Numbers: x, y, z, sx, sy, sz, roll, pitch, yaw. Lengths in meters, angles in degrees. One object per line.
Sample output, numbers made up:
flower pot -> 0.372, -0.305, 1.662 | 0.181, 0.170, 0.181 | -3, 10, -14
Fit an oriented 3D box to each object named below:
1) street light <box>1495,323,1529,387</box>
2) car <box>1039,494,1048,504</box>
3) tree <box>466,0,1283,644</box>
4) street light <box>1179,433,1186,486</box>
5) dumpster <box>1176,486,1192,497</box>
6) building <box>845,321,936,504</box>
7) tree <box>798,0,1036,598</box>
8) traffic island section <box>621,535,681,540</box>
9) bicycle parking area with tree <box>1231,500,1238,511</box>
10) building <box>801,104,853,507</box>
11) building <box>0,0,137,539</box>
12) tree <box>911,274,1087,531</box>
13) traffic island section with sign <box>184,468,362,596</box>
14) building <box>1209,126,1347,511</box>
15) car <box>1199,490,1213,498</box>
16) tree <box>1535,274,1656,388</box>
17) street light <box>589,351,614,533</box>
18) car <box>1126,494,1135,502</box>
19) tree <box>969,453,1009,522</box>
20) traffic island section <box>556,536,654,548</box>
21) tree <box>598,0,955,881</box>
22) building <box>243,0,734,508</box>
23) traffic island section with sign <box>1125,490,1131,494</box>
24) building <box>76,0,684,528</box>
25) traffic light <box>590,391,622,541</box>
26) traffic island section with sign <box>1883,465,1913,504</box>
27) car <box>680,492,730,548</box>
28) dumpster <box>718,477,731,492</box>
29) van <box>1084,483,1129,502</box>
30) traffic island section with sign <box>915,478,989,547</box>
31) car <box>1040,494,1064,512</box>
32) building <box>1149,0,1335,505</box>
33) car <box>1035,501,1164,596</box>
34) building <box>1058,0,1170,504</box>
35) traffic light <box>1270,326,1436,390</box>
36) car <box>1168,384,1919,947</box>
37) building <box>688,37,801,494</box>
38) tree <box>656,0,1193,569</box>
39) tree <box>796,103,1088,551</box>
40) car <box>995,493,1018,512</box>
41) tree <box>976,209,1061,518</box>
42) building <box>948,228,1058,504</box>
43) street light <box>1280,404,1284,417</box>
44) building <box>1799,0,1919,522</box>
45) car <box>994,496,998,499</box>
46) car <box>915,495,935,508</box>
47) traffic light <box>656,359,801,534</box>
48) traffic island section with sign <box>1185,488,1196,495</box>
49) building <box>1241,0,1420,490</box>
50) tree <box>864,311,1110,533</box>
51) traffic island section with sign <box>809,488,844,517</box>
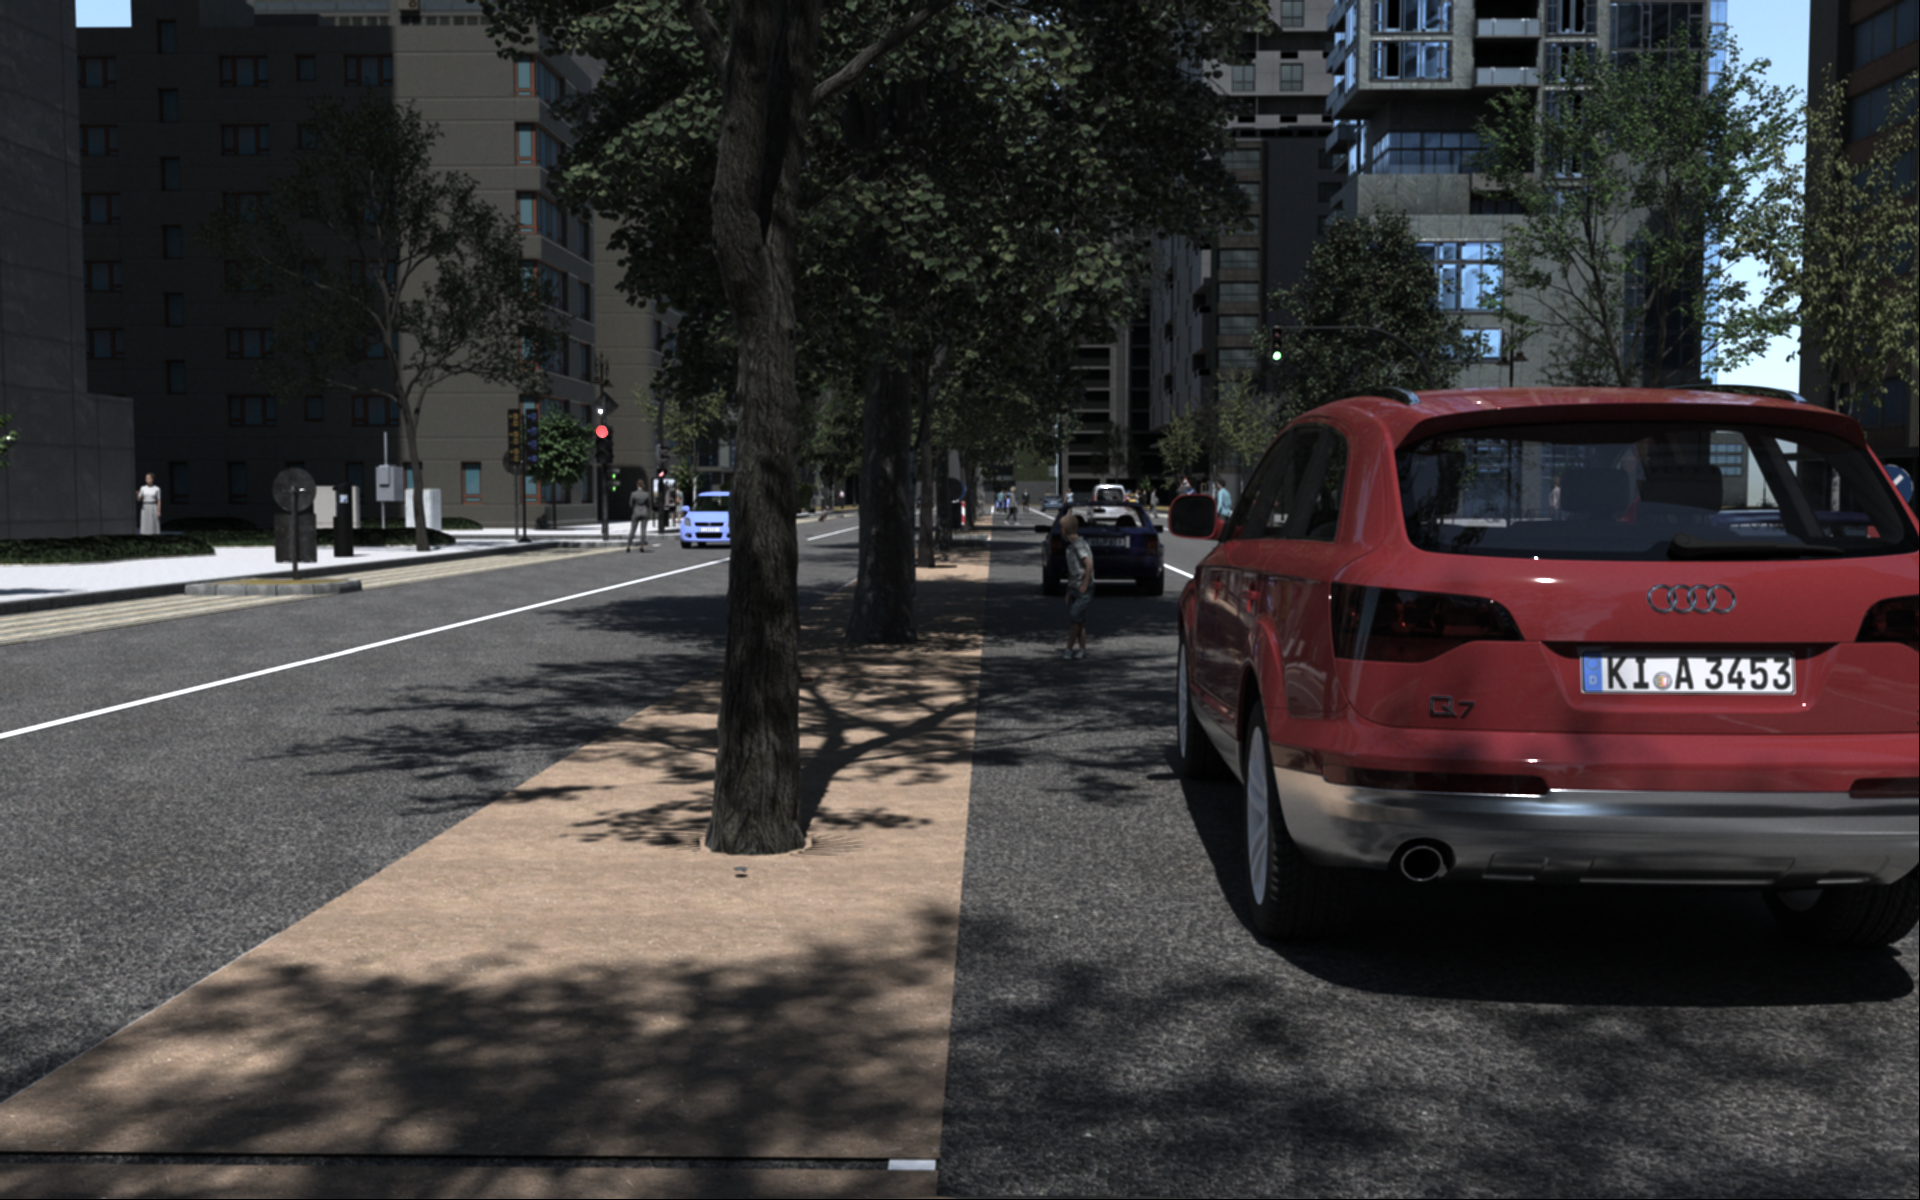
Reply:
street light -> 14.818, -4.517, 46.636 | 0.468, 5.910, 1.993 | 0, 4, 1
car -> 8.677, -9.577, 166.815 | 2.015, 1.641, 3.980 | 0, 4, -1
tree -> -0.767, -6.564, 16.436 | 9.857, 13.997, 8.962 | 0, 3, 0
street light -> 16.495, -9.507, 128.223 | 0.468, 5.910, 1.993 | 0, 4, 1
dumpster -> 16.445, -7.377, 126.377 | 1.264, 1.857, 1.865 | 0, 4, 1
building -> -8.948, -27.627, 223.406 | 14.107, 30.474, 14.160 | 0, 4, 1
tree -> -0.696, -4.341, 23.794 | 4.360, 8.622, 3.978 | 0, 3, 0
traffic island section -> -9.597, -2.037, 55.589 | 2.009, 0.180, 2.903 | 0, 4, 1
bicycle parking area with tree -> 24.556, -8.440, 124.996 | 9.016, 4.147, 8.231 | 0, 4, -3
building -> -25.827, -36.732, 189.799 | 27.495, 52.752, 28.713 | 0, 4, 1
building -> -31.563, -36.325, 32.166 | 20.611, 71.187, 20.563 | 0, 4, 1
tree -> 0.187, -9.016, 66.871 | 9.611, 12.733, 9.660 | 0, 3, 0
traffic island section with sign -> -9.872, -1.013, 25.195 | 1.989, 1.847, 2.006 | 0, 4, 1
building -> 27.026, -22.523, 139.959 | 14.160, 30.474, 14.107 | 0, 4, 1
car -> 10.756, -4.236, 79.052 | 2.009, 1.686, 4.222 | 0, 4, 2
tree -> 21.521, -6.653, 59.133 | 4.360, 8.622, 3.978 | 0, 3, 0
street light -> -11.608, -5.105, 56.255 | 0.468, 5.910, 1.993 | 0, 4, 1
car -> 14.744, -8.699, 152.450 | 2.015, 1.641, 3.980 | 0, 4, 0
tree -> 0.516, -7.427, 74.251 | 4.737, 8.622, 4.395 | 0, 3, 0
traffic island section -> -9.756, -1.549, 47.605 | 2.009, 0.180, 2.903 | 0, 4, 1
tree -> -0.713, -4.790, 6.531 | 9.928, 11.665, 9.643 | 0, 3, 0
building -> -30.864, -25.737, 112.685 | 32.217, 40.220, 23.993 | 0, 4, 1
traffic island section with sign -> 15.088, -9.102, 157.437 | 1.989, 1.847, 2.006 | 0, 4, 1
building -> -29.044, -14.299, 78.831 | 27.650, 21.520, 28.899 | 0, 4, 1
traffic light -> -9.716, -3.581, 47.470 | 0.839, 4.253, 0.868 | 0, 4, 1
traffic island section with sign -> 12.431, -0.949, 24.150 | 1.989, 1.847, 2.006 | 0, 4, 1
car -> -6.496, -2.280, 46.876 | 1.945, 1.707, 3.694 | 0, 4, 1
dumpster -> -11.081, -5.078, 85.520 | 1.502, 2.255, 1.985 | 0, 4, 1
van -> 6.607, -4.319, 77.633 | 2.013, 2.044, 4.112 | 0, 4, 2
traffic island section with sign -> -0.277, -2.417, 47.652 | 2.006, 1.907, 1.989 | 0, 4, 1
car -> 7.549, -7.949, 141.963 | 2.014, 1.417, 4.499 | 0, 3, 0
building -> 35.254, -36.617, 187.922 | 28.713, 52.752, 27.495 | 0, 4, 1
car -> 2.085, -0.810, 25.829 | 1.945, 1.354, 3.894 | 0, 4, 3
building -> 23.396, -48.174, 225.898 | 20.611, 71.187, 20.563 | 0, 4, 1
traffic light -> 10.748, -4.420, 46.939 | 4.771, 5.953, 1.251 | 0, 4, 1
car -> 2.037, 0.098, 7.067 | 2.281, 1.827, 5.304 | 0, 4, 3
building -> -24.347, -50.892, 144.758 | 22.319, 86.520, 31.000 | 0, 4, 1
tree -> -0.630, -7.358, 33.125 | 12.009, 13.543, 11.850 | 0, 3, 0
tree -> -0.545, -7.520, 43.530 | 7.486, 12.596, 7.792 | 0, 3, 0
car -> 3.810, -8.120, 142.361 | 1.945, 1.707, 3.694 | 0, 3, 0
tree -> 0.002, -15.079, 104.885 | 12.611, 20.169, 13.585 | 0, 3, 0
building -> 5.409, -33.006, 223.242 | 14.086, 41.232, 14.154 | 0, 4, 1
street light -> 15.616, -6.781, 83.650 | 0.468, 5.910, 1.993 | 0, 4, 1
building -> 49.369, -25.368, 69.384 | 28.867, 44.769, 22.147 | 0, 4, 1
car -> 4.749, -10.705, 186.818 | 2.131, 1.459, 4.920 | 0, 4, 1
car -> -3.519, -9.942, 175.126 | 1.945, 1.354, 3.894 | 0, 4, -1
traffic light -> -7.464, -4.941, 55.447 | 4.771, 5.953, 1.251 | 0, 4, 1
traffic island section with sign -> 14.080, -6.038, 107.346 | 1.989, 1.847, 2.006 | 0, 4, 1
building -> 30.369, -48.278, 102.011 | 22.319, 86.520, 31.000 | 0, 4, 1
tree -> 0.225, -7.382, 57.570 | 8.767, 10.594, 7.601 | 0, 4, 1
traffic island section with sign -> -8.238, -6.025, 107.131 | 1.989, 1.847, 2.006 | 0, 4, 1
